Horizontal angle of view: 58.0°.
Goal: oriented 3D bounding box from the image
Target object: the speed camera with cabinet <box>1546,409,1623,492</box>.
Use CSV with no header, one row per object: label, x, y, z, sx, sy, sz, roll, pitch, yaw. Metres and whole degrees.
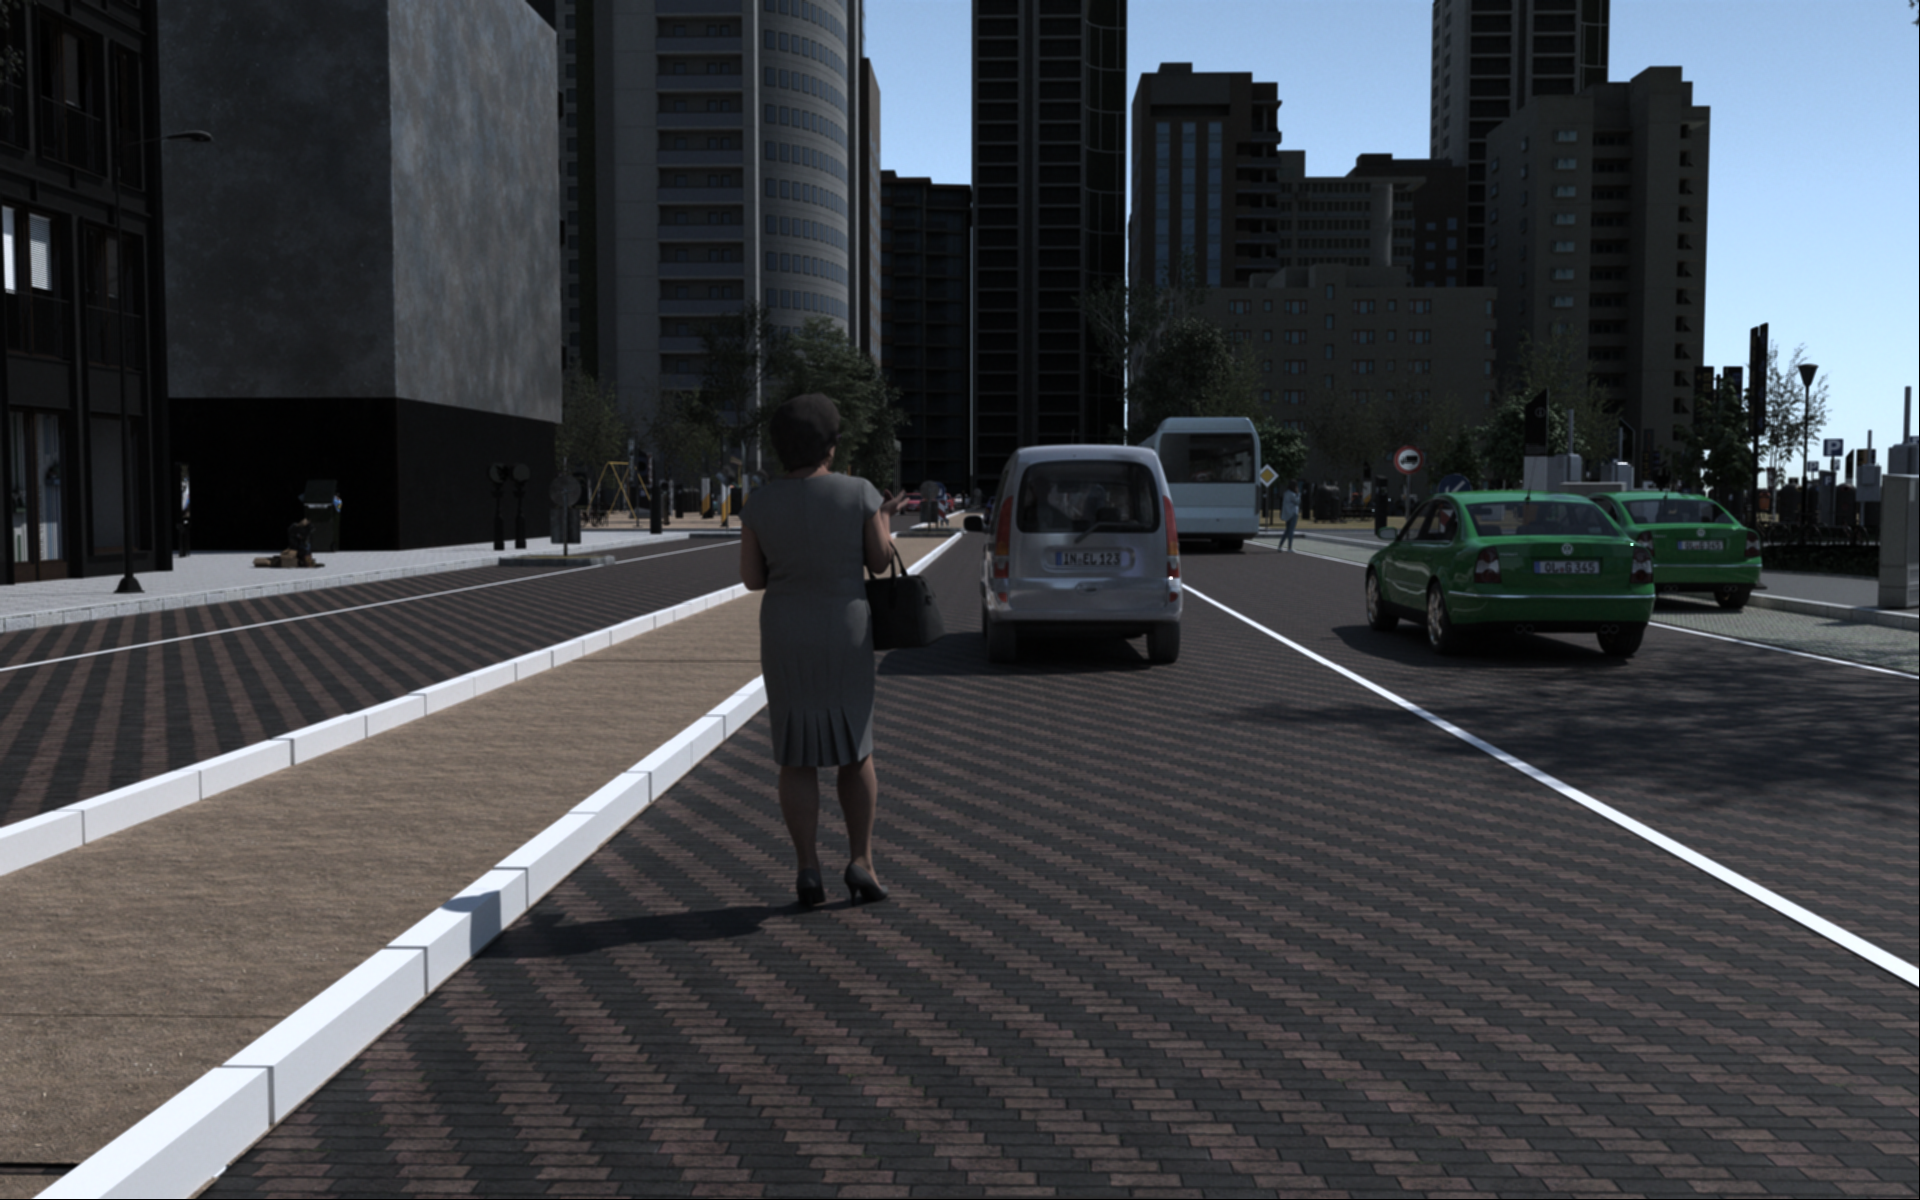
speed camera with cabinet,14.616,-2.840,40.770,2.038,3.252,0.660,-2,4,-35

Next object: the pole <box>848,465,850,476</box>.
pole,-7.843,-7.859,122.343,0.158,3.312,0.155,0,3,0

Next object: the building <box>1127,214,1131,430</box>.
building,29.799,-33.535,231.895,14.086,41.232,14.154,0,4,2

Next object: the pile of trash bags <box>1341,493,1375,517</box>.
pile of trash bags,21.255,-5.220,95.100,3.447,1.369,1.912,-2,4,-27

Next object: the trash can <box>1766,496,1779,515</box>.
trash can,50.472,-5.871,107.646,0.748,1.137,0.748,0,3,0

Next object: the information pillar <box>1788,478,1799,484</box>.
information pillar,36.992,-4.430,76.919,0.304,2.012,0.304,-1,4,-22

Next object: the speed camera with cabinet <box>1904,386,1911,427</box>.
speed camera with cabinet,17.770,-2.259,31.277,0.660,3.252,2.038,-1,4,-16

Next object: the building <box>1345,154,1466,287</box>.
building,58.132,-35.510,230.694,14.200,45.320,14.600,0,4,2

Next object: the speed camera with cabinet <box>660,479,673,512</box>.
speed camera with cabinet,-18.529,-6.792,105.392,2.038,3.252,0.660,1,4,10

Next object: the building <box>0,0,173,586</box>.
building,-19.559,-11.676,20.579,12.332,23.373,15.834,0,4,2

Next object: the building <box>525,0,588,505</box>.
building,-48.838,-46.881,204.754,20.611,71.187,20.563,0,4,2

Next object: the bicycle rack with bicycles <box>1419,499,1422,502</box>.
bicycle rack with bicycles,34.800,-7.243,131.803,2.852,0.926,2.925,1,4,19

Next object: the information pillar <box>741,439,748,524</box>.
information pillar,-9.151,-5.030,73.598,0.183,3.616,0.504,-2,4,-26

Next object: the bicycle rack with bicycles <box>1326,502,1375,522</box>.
bicycle rack with bicycles,18.545,-4.143,81.125,2.925,0.926,2.852,0,4,-8

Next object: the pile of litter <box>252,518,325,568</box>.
pile of litter,-11.825,-1.009,30.462,1.176,0.858,1.719,-2,4,-26

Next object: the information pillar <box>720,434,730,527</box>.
information pillar,-9.170,-4.668,67.680,0.183,3.616,0.504,2,4,31

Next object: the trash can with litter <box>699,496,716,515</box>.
trash can with litter,-15.190,-5.680,104.249,1.055,1.170,0.624,0,4,7

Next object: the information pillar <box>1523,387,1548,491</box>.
information pillar,12.625,-2.851,37.972,0.504,3.616,0.183,1,4,23

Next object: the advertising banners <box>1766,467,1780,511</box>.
advertising banners,53.366,-7.103,112.323,2.074,3.025,0.090,2,4,31

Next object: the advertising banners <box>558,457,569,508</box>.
advertising banners,-18.748,-5.233,81.746,0.090,3.025,2.074,-1,4,-22

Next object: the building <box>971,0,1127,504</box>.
building,12.061,-48.698,234.463,20.611,71.187,20.563,0,4,2

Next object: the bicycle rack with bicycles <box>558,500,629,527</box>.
bicycle rack with bicycles,-14.940,-3.349,68.136,2.852,0.926,2.925,2,4,27

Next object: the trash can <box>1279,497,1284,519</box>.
trash can,16.017,-4.485,84.985,0.748,1.137,0.748,0,3,0

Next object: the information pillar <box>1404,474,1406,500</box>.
information pillar,27.486,-7.045,106.537,0.183,3.616,0.504,-1,4,-19

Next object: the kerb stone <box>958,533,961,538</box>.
kerb stone,-0.127,-1.915,53.580,0.120,0.150,1.000,0,4,2

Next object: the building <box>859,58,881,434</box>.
building,-15.459,-32.143,175.641,14.600,45.320,14.200,0,4,2

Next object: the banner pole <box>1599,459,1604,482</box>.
banner pole,43.583,-7.810,117.716,0.401,3.779,0.863,3,5,41

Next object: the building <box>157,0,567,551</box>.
building,-20.773,-10.992,47.166,16.811,18.784,16.820,0,4,2

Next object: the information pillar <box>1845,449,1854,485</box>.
information pillar,46.362,-6.052,90.299,0.183,3.616,0.504,-1,4,-13

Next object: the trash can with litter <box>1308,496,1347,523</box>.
trash can with litter,16.216,-4.005,76.539,2.233,1.210,1.678,-2,4,-24

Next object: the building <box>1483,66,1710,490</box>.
building,74.305,-35.331,201.363,21.600,48.544,21.300,0,4,2

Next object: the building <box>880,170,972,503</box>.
building,-12.638,-35.619,237.000,28.867,44.769,22.147,0,4,2

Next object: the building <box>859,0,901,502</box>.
building,-23.104,-54.364,201.521,31.000,86.520,22.319,0,4,2

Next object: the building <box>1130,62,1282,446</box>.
building,25.261,-32.485,181.232,14.600,45.320,14.200,0,4,2

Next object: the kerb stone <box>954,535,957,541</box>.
kerb stone,-0.225,-1.732,50.516,0.120,0.150,1.000,0,4,2

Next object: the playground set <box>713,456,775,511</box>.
playground set,-16.970,-8.828,131.118,5.637,4.214,5.302,0,4,1

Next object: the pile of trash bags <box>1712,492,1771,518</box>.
pile of trash bags,42.196,-5.164,94.190,3.447,1.369,1.912,1,4,21

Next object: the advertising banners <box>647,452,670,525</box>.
advertising banners,-12.554,-4.639,72.043,0.090,3.025,2.074,-2,4,-35

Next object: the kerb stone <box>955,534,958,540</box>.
kerb stone,-0.199,-1.795,51.538,0.120,0.150,1.000,0,4,2

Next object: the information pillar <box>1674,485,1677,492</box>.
information pillar,57.255,-8.221,138.897,0.304,2.012,0.304,-2,4,-25

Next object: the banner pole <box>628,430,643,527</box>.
banner pole,-12.696,-4.737,67.463,0.401,3.779,0.863,-3,5,-43

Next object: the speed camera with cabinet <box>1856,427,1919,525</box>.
speed camera with cabinet,28.766,-3.610,53.357,2.038,3.252,0.660,2,4,29

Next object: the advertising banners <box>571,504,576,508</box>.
advertising banners,-30.681,-8.497,135.107,2.074,3.025,0.090,3,4,37

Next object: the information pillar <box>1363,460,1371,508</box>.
information pillar,27.191,-7.606,115.708,0.504,3.616,0.183,2,4,23

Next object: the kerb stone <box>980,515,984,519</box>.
kerb stone,1.500,-5.275,108.459,0.120,0.150,1.000,0,4,2

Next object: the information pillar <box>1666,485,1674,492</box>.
information pillar,54.805,-7.916,133.925,0.304,2.012,0.304,3,5,43

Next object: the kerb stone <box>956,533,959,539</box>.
kerb stone,-0.167,-1.856,52.559,0.120,0.150,1.000,0,4,2

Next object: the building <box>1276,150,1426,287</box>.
building,34.945,-31.110,200.531,32.217,40.220,23.993,0,4,2

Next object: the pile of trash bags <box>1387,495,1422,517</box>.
pile of trash bags,26.192,-5.463,99.070,3.447,1.369,1.912,0,4,-2

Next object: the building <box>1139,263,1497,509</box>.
building,31.358,-19.236,159.555,27.650,21.520,28.899,0,4,2

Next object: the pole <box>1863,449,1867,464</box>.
pole,40.908,-5.165,78.291,0.158,3.312,0.155,0,3,0

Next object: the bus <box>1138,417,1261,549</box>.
bus,6.326,-3.260,48.154,2.948,3.499,13.247,0,4,4

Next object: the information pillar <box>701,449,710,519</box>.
information pillar,-13.146,-5.998,89.421,0.504,3.616,0.183,2,4,35

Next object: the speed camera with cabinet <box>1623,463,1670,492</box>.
speed camera with cabinet,20.137,-3.505,51.641,2.038,3.252,0.660,-1,4,-16

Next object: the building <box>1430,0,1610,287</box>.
building,75.626,-48.586,232.634,20.611,71.187,20.563,0,4,2

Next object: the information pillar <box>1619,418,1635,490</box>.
information pillar,20.469,-3.787,53.280,0.183,3.616,0.504,-3,5,-41

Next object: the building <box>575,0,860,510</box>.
building,-20.642,-37.444,154.215,21.231,58.520,28.212,0,4,2

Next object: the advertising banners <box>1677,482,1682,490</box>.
advertising banners,44.606,-6.715,105.975,2.074,3.025,0.090,-1,4,-21
